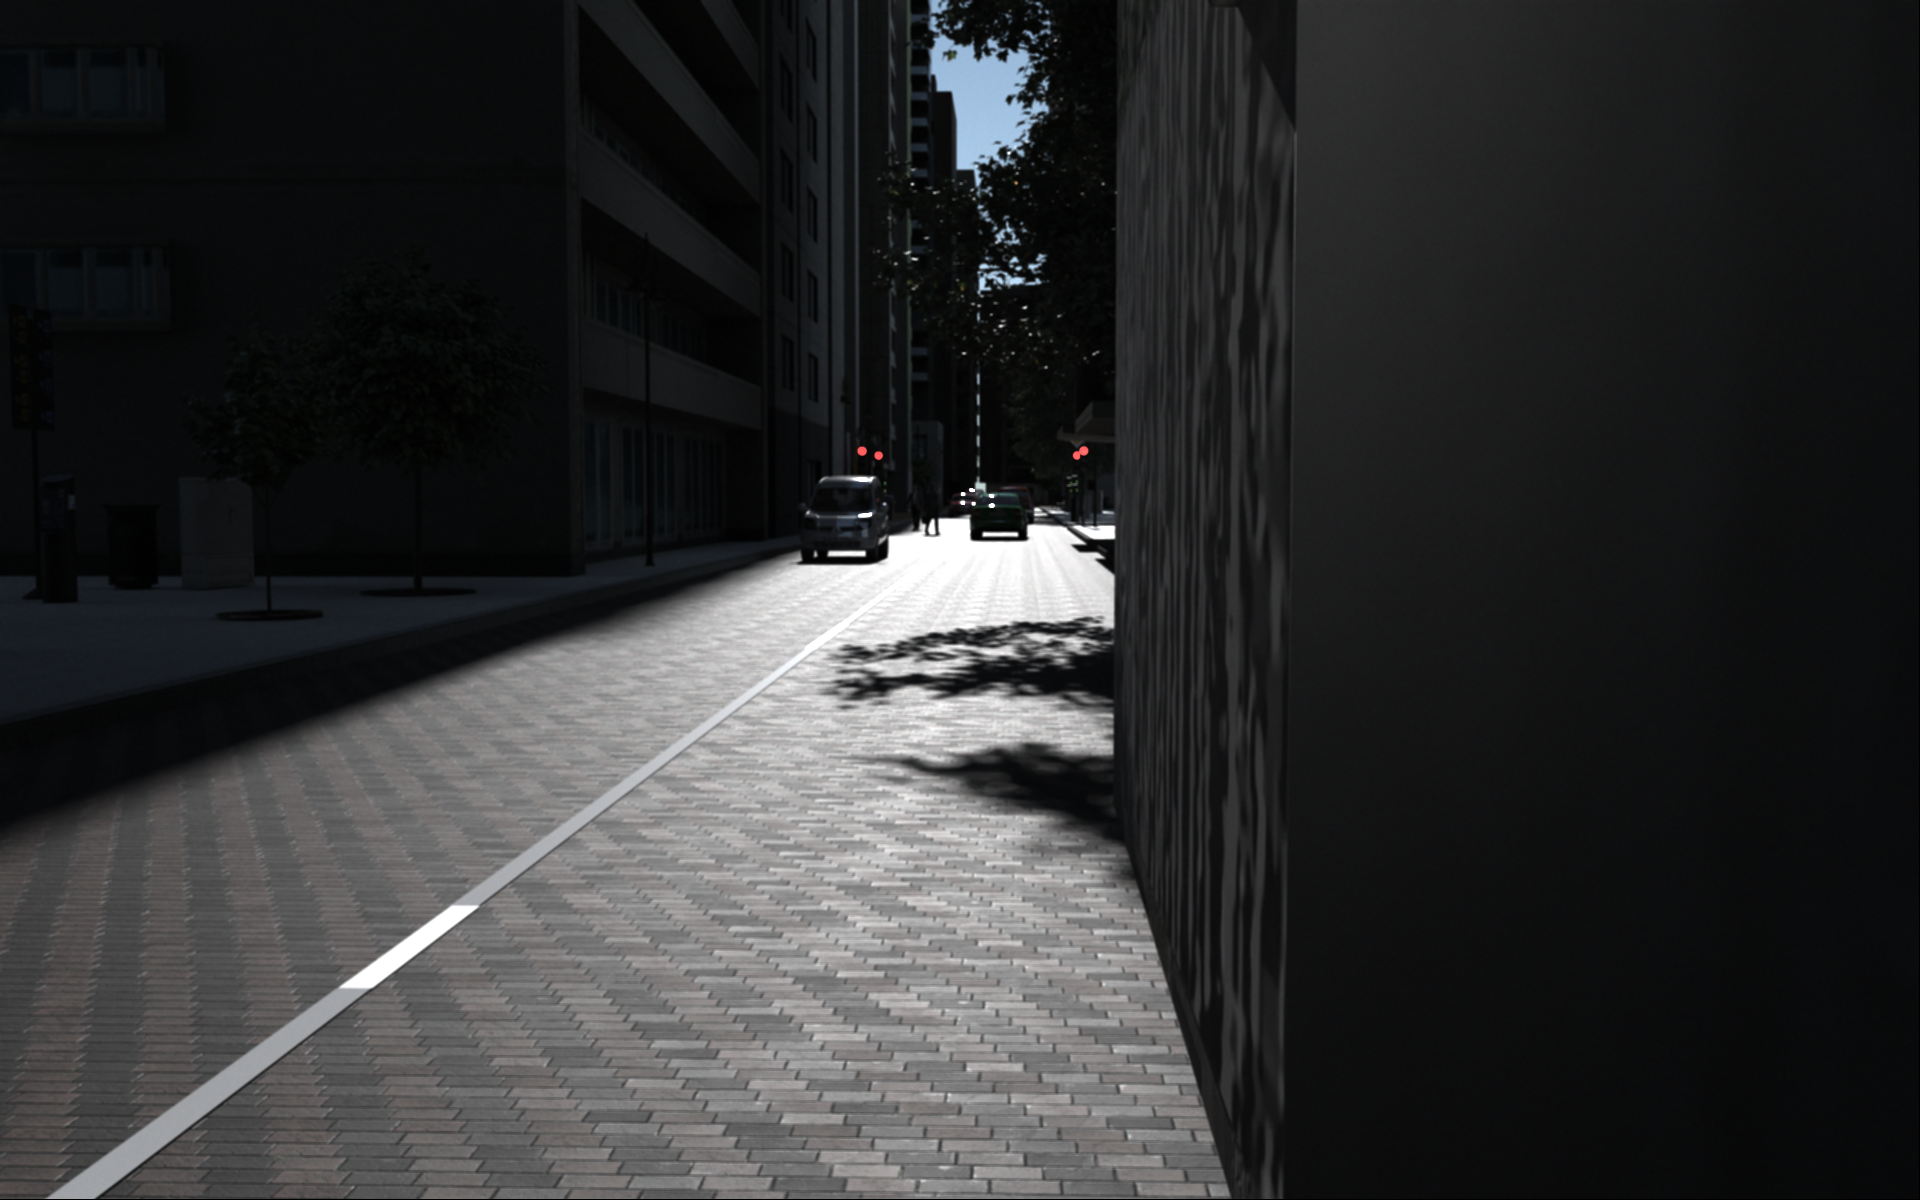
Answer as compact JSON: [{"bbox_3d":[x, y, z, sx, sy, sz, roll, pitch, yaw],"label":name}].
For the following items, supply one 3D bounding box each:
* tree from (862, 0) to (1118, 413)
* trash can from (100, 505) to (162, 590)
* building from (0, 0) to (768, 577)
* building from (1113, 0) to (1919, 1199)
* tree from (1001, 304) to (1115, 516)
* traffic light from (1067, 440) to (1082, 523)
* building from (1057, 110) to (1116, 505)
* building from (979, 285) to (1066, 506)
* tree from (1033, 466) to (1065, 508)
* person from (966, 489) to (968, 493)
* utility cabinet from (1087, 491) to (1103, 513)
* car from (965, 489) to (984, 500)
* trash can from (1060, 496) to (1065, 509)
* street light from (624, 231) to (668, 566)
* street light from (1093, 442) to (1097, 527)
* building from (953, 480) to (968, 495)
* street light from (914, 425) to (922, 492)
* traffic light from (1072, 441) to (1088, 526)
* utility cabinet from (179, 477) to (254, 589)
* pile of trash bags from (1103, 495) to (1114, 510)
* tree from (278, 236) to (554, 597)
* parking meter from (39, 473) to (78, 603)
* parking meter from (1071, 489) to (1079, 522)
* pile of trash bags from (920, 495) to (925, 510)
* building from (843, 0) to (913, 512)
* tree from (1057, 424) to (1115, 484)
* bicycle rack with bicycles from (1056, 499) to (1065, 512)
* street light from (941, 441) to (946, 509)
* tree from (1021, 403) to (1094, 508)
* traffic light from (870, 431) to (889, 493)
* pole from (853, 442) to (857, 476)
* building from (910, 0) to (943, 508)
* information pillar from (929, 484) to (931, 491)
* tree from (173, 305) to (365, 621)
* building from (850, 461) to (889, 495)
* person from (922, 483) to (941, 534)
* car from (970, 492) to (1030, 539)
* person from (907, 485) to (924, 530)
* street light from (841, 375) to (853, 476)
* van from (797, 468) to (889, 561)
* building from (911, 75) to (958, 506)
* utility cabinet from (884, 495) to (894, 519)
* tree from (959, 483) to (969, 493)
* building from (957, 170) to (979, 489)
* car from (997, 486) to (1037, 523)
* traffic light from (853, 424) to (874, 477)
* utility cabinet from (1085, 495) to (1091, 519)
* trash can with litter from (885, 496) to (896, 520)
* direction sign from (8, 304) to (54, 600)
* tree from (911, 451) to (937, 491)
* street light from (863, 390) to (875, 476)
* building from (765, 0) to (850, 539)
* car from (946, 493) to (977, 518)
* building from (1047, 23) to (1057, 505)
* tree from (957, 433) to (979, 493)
[{"bbox_3d":[3.943,-6.499,23.273,9.611,12.733,9.660,0,3,0],"label":"tree"},{"bbox_3d":[-11.181,-0.719,23.401,0.748,1.137,0.748,0,3,0],"label":"trash can"},{"bbox_3d":[-16.288,-25.226,36.143,21.300,48.544,21.600,0,4,2],"label":"building"},{"bbox_3d":[7.779,-19.852,8.178,14.154,41.232,14.086,0,4,2],"label":"building"},{"bbox_3d":[7.587,-13.043,119.914,9.857,13.997,8.962,0,3,0],"label":"tree"},{"bbox_3d":[5.142,-5.357,76.503,0.839,4.253,0.868,0,4,2],"label":"traffic light"},{"bbox_3d":[23.929,-35.475,169.249,28.713,52.752,27.495,0,4,2],"label":"building"},{"bbox_3d":[9.646,-28.776,242.183,14.107,30.474,14.160,0,4,2],"label":"building"},{"bbox_3d":[8.243,-10.498,155.356,4.285,4.588,4.351,0,3,0],"label":"tree"},{"bbox_3d":[0.545,-6.993,123.241,0.834,1.777,0.661,-1,4,-18],"label":"person"},{"bbox_3d":[8.782,-6.432,113.838,1.173,1.500,0.318,2,4,28],"label":"utility cabinet"},{"bbox_3d":[1.148,-7.923,138.209,2.281,1.827,5.304,0,4,0],"label":"car"},{"bbox_3d":[8.613,-8.104,144.156,0.748,1.137,0.748,0,3,0],"label":"trash can"},{"bbox_3d":[-5.546,-3.547,30.780,0.468,5.910,1.993,0,4,2],"label":"street light"},{"bbox_3d":[5.292,-5.803,67.674,0.468,5.910,1.993,0,4,2],"label":"street light"},{"bbox_3d":[-13.727,-34.374,216.646,28.867,44.769,22.147,0,4,2],"label":"building"},{"bbox_3d":[-2.770,-8.620,113.730,0.468,5.910,1.993,0,4,2],"label":"street light"},{"bbox_3d":[4.865,-4.869,68.523,0.839,4.253,0.868,0,4,2],"label":"traffic light"},{"bbox_3d":[-10.100,-0.912,23.585,0.318,1.500,1.173,1,4,12],"label":"utility cabinet"},{"bbox_3d":[12.946,-8.284,145.190,1.912,1.369,3.447,1,4,20],"label":"pile of trash bags"},{"bbox_3d":[-6.935,-2.352,22.171,4.285,4.588,4.351,0,3,0],"label":"tree"},{"bbox_3d":[-10.657,-0.738,20.470,0.372,1.533,0.369,0,3,0],"label":"parking meter"},{"bbox_3d":[5.254,-4.316,78.983,0.372,1.533,0.369,0,3,0],"label":"parking meter"},{"bbox_3d":[-3.356,-7.851,138.109,1.912,1.369,3.447,2,4,30],"label":"pile of trash bags"},{"bbox_3d":[-10.792,-26.730,120.622,14.154,41.232,14.086,0,4,2],"label":"building"},{"bbox_3d":[8.358,-10.916,128.846,4.737,8.622,4.395,0,3,0],"label":"tree"},{"bbox_3d":[8.211,-6.870,125.710,2.852,0.926,2.925,-2,4,-24],"label":"bicycle rack with bicycles"},{"bbox_3d":[-1.444,-10.855,150.272,0.468,5.910,1.993,0,4,2],"label":"street light"},{"bbox_3d":[8.348,-14.052,147.871,7.486,12.596,7.792,0,3,0],"label":"tree"},{"bbox_3d":[-3.564,-5.374,76.788,0.839,4.253,0.868,0,4,2],"label":"traffic light"},{"bbox_3d":[-4.067,-4.497,67.369,0.158,3.312,0.155,0,3,0],"label":"pole"},{"bbox_3d":[-12.538,-52.190,165.970,22.319,86.520,31.000,0,4,2],"label":"building"},{"bbox_3d":[-1.955,-7.130,121.065,0.304,2.012,0.304,1,4,13],"label":"information pillar"},{"bbox_3d":[-7.299,-1.425,17.900,1.663,3.219,1.824,0,3,0],"label":"tree"},{"bbox_3d":[-20.407,-24.593,93.980,32.217,40.220,23.993,0,4,2],"label":"building"},{"bbox_3d":[-0.971,-3.243,61.630,0.694,1.812,0.767,-2,4,-27],"label":"person"},{"bbox_3d":[1.300,-2.925,56.616,1.959,1.807,4.718,0,4,3],"label":"car"},{"bbox_3d":[-1.786,-3.693,69.276,0.661,1.777,0.834,0,4,1],"label":"person"},{"bbox_3d":[-4.434,-5.762,66.995,0.468,5.910,1.993,0,4,2],"label":"street light"},{"bbox_3d":[-2.533,-1.927,38.511,2.013,2.044,4.112,0,4,2],"label":"van"},{"bbox_3d":[-7.523,-32.998,189.626,14.600,45.320,14.200,0,4,2],"label":"building"},{"bbox_3d":[-3.860,-4.669,87.504,1.020,1.237,0.306,-2,4,-24],"label":"utility cabinet"},{"bbox_3d":[0.372,-14.367,229.494,1.663,3.219,1.824,0,3,0],"label":"tree"},{"bbox_3d":[-8.242,-38.064,246.052,21.600,48.544,21.300,0,4,2],"label":"building"},{"bbox_3d":[2.692,-4.757,86.458,2.281,1.827,5.304,0,4,3],"label":"car"},{"bbox_3d":[-3.841,-4.886,68.808,0.839,4.253,0.868,0,4,2],"label":"traffic light"},{"bbox_3d":[6.730,-4.902,91.314,0.306,1.237,1.020,0,4,7],"label":"utility cabinet"},{"bbox_3d":[-3.524,-4.524,85.347,0.624,1.170,1.055,0,4,4],"label":"trash can with litter"},{"bbox_3d":[-11.277,-1.781,21.109,0.379,3.537,0.876,0,4,1],"label":"direction sign"},{"bbox_3d":[-3.424,-9.001,130.884,4.285,4.588,4.351,0,3,0],"label":"tree"},{"bbox_3d":[-4.031,-6.377,77.048,0.468,5.910,1.993,0,4,2],"label":"street light"},{"bbox_3d":[-15.079,-37.901,57.940,20.611,71.187,20.563,0,4,2],"label":"building"},{"bbox_3d":[0.243,-5.858,104.811,2.155,1.783,4.494,0,4,2],"label":"car"},{"bbox_3d":[21.311,-40.996,212.289,21.231,58.520,28.212,0,4,2],"label":"building"},{"bbox_3d":[0.185,-15.320,200.837,4.737,8.622,4.395,0,3,0],"label":"tree"}]
